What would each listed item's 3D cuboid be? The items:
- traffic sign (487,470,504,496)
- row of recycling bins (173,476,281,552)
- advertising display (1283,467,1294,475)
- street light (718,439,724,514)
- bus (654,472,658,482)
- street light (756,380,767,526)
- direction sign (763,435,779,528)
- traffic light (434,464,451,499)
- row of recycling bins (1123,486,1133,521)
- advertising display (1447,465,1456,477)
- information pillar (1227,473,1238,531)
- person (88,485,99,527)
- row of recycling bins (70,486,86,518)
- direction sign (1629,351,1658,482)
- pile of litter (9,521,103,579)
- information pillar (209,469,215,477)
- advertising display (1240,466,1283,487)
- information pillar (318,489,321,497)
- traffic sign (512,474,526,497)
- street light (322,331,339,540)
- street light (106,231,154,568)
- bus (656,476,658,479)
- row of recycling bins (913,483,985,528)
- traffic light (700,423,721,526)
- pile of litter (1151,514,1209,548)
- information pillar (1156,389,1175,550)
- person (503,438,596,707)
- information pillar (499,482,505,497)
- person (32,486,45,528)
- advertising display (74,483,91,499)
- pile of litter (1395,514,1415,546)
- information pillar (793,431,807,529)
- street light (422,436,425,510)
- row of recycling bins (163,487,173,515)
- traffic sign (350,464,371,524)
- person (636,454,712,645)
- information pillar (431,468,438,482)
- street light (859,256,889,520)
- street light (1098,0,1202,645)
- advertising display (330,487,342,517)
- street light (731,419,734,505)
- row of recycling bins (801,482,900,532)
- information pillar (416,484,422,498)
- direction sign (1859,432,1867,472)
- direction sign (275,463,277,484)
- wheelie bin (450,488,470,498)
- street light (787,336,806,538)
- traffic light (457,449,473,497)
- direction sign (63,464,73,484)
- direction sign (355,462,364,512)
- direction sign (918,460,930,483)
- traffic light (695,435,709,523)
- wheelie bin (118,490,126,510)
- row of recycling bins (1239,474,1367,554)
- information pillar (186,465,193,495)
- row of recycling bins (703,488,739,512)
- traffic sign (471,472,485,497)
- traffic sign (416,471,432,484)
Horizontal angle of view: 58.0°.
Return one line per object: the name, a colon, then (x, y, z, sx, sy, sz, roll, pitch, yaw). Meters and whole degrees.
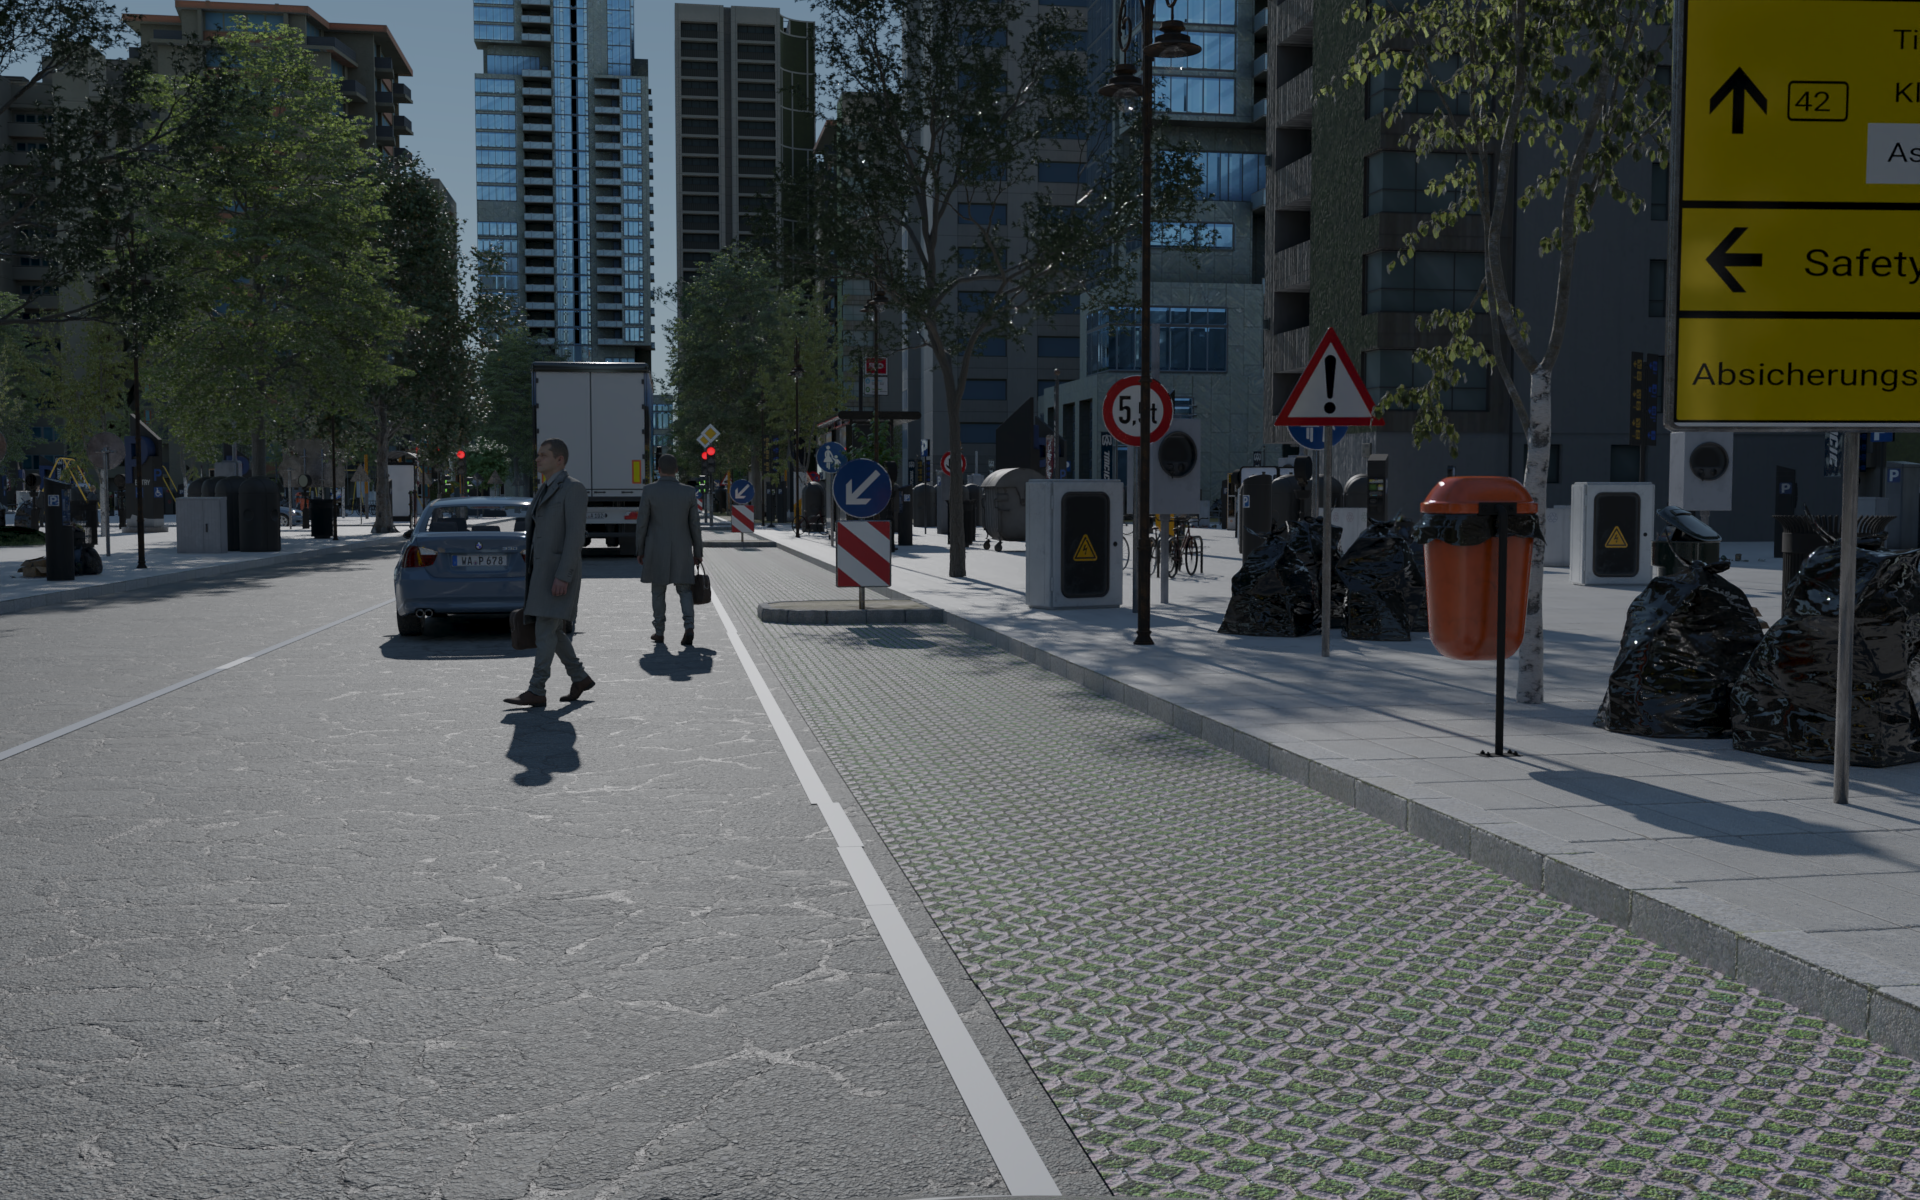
traffic sign: (-24.734, -5.638, 92.184, 0.884, 2.594, 0.081, 0, 4, -2)
row of recycling bins: (-16.585, -1.978, 39.448, 3.534, 1.692, 1.069, 3, 5, 44)
advertising display: (7.647, -2.173, 40.743, 0.974, 1.923, 0.123, -1, 4, -11)
street light: (-15.673, -8.604, 113.460, 0.468, 5.910, 1.993, -1, 4, -10)
bus: (-29.079, -10.181, 158.004, 2.896, 3.916, 12.252, -1, 4, -8)
street light: (-7.857, -5.884, 68.995, 0.468, 5.910, 1.993, -1, 4, -10)
direction sign: (-7.231, -4.543, 66.276, 0.379, 3.537, 0.876, 3, 4, 36)
traffic light: (-20.195, -4.788, 67.203, 0.839, 4.253, 0.868, -1, 4, -10)
row of recycling bins: (7.333, -4.674, 83.531, 1.069, 1.692, 3.534, 2, 4, 29)
advertising display: (11.200, -2.097, 39.500, 0.123, 1.923, 0.974, 1, 4, 20)
information pillar: (9.564, -3.452, 60.935, 0.304, 2.012, 0.304, 1, 4, 12)
person: (-34.290, -3.641, 68.455, 0.576, 1.772, 0.534, 1, 4, 16)
row of recycling bins: (-48.764, -5.336, 94.358, 3.534, 1.692, 1.069, 3, 5, 39)
direction sign: (10.982, -2.194, 27.871, 0.876, 3.537, 0.379, -3, 5, -43)
pile of litter: (-14.176, -0.804, 27.105, 1.176, 0.858, 1.719, 1, 4, 19)
information pillar: (-21.551, -2.800, 50.276, 0.304, 2.012, 0.304, 2, 4, 33)
advertising display: (6.887, -2.117, 39.833, 0.974, 1.923, 0.123, 3, 4, 36)
information pillar: (-52.694, -8.457, 142.766, 0.304, 2.012, 0.304, 1, 4, 15)
traffic sign: (-28.332, -6.802, 111.209, 0.884, 2.594, 0.081, 0, 4, -4)
street light: (-17.314, -4.590, 47.842, 0.468, 5.910, 1.993, -1, 4, -10)
street light: (-14.152, -3.486, 29.780, 0.468, 5.910, 1.993, -1, 4, -10)
bus: (-31.442, -10.965, 174.136, 2.948, 3.499, 13.247, -1, 4, -9)
row of recycling bins: (-0.415, -3.753, 68.478, 1.069, 1.692, 3.534, 3, 5, 44)
traffic light: (-9.941, -4.898, 69.001, 0.839, 4.253, 0.868, -1, 4, -10)
pile of litter: (5.207, -1.717, 42.035, 1.176, 0.858, 1.719, -3, 5, -40)
information pillar: (4.587, -2.890, 38.611, 0.504, 3.616, 0.183, -2, 4, -34)
person: (-2.802, -0.195, 11.790, 0.767, 1.812, 0.694, -3, 4, -37)
information pillar: (-27.899, -6.179, 105.518, 0.304, 2.012, 0.304, -2, 4, -24)
person: (-36.362, -3.678, 68.411, 0.659, 1.850, 0.755, 0, 4, 2)
advertising display: (-49.497, -5.659, 97.738, 0.123, 1.923, 0.974, 2, 4, 30)
pile of litter: (9.739, -1.405, 36.942, 1.176, 0.858, 1.719, 3, 4, 39)
information pillar: (-5.967, -4.474, 64.507, 0.504, 3.616, 0.183, -1, 4, -16)
street light: (-20.639, -5.735, 66.558, 0.468, 5.910, 1.993, -1, 4, -10)
row of recycling bins: (-49.414, -6.105, 106.927, 1.069, 1.692, 3.534, 1, 4, 19)
traffic sign: (-25.606, -4.526, 74.006, 0.884, 2.594, 0.081, 0, 4, -4)
person: (-2.761, -0.488, 16.586, 0.694, 1.812, 0.767, -1, 4, -20)
information pillar: (-37.271, -8.054, 123.035, 0.504, 3.616, 0.183, -1, 4, -10)
street light: (-1.587, -3.674, 32.861, 0.468, 5.910, 1.993, -1, 4, -10)
street light: (1.569, -2.558, 14.604, 0.468, 5.910, 1.993, -1, 4, -10)
advertising display: (-34.895, -5.609, 96.917, 0.974, 1.923, 0.123, 2, 4, 31)
street light: (-12.459, -7.461, 94.775, 0.468, 5.910, 1.993, -1, 4, -10)
row of recycling bins: (-3.660, -3.139, 58.439, 3.534, 1.692, 1.069, 1, 4, 12)
information pillar: (-35.318, -6.642, 113.083, 0.304, 2.012, 0.304, -2, 4, -34)
direction sign: (32.046, -4.287, 62.096, 0.876, 3.537, 0.379, 0, 4, -4)
direction sign: (-49.582, -8.174, 125.642, 0.379, 3.537, 0.876, -2, 4, -27)
wheelie bin: (-24.482, -4.709, 84.897, 0.980, 1.594, 0.693, -1, 4, -18)
street light: (-4.787, -4.779, 50.917, 0.468, 5.910, 1.993, -1, 4, -10)
traffic light: (-21.567, -5.269, 75.070, 0.839, 4.253, 0.868, -1, 4, -10)
direction sign: (-70.082, -8.832, 136.400, 0.379, 3.537, 0.876, 0, 4, 4)
direction sign: (-42.315, -7.978, 122.436, 0.379, 3.537, 0.876, 3, 4, 36)
direction sign: (-2.403, -7.521, 114.970, 0.876, 3.537, 0.379, 0, 4, 5)
traffic light: (-11.313, -5.379, 76.868, 0.839, 4.253, 0.868, -1, 4, -10)
wheelie bin: (-41.097, -4.748, 85.538, 0.980, 1.594, 0.693, 0, 4, 5)
row of recycling bins: (7.305, -1.788, 36.343, 1.069, 1.692, 3.534, -3, 5, -42)
information pillar: (-60.933, -8.907, 136.989, 0.504, 3.616, 0.183, -1, 4, -19)
row of recycling bins: (-19.224, -8.362, 143.827, 3.534, 1.692, 1.069, -2, 4, -27)
traffic sign: (-25.395, -5.500, 91.105, 0.795, 2.450, 0.064, 0, 4, -3)
traffic sign: (-28.745, -5.681, 92.893, 0.884, 2.594, 0.081, 0, 3, 0)
